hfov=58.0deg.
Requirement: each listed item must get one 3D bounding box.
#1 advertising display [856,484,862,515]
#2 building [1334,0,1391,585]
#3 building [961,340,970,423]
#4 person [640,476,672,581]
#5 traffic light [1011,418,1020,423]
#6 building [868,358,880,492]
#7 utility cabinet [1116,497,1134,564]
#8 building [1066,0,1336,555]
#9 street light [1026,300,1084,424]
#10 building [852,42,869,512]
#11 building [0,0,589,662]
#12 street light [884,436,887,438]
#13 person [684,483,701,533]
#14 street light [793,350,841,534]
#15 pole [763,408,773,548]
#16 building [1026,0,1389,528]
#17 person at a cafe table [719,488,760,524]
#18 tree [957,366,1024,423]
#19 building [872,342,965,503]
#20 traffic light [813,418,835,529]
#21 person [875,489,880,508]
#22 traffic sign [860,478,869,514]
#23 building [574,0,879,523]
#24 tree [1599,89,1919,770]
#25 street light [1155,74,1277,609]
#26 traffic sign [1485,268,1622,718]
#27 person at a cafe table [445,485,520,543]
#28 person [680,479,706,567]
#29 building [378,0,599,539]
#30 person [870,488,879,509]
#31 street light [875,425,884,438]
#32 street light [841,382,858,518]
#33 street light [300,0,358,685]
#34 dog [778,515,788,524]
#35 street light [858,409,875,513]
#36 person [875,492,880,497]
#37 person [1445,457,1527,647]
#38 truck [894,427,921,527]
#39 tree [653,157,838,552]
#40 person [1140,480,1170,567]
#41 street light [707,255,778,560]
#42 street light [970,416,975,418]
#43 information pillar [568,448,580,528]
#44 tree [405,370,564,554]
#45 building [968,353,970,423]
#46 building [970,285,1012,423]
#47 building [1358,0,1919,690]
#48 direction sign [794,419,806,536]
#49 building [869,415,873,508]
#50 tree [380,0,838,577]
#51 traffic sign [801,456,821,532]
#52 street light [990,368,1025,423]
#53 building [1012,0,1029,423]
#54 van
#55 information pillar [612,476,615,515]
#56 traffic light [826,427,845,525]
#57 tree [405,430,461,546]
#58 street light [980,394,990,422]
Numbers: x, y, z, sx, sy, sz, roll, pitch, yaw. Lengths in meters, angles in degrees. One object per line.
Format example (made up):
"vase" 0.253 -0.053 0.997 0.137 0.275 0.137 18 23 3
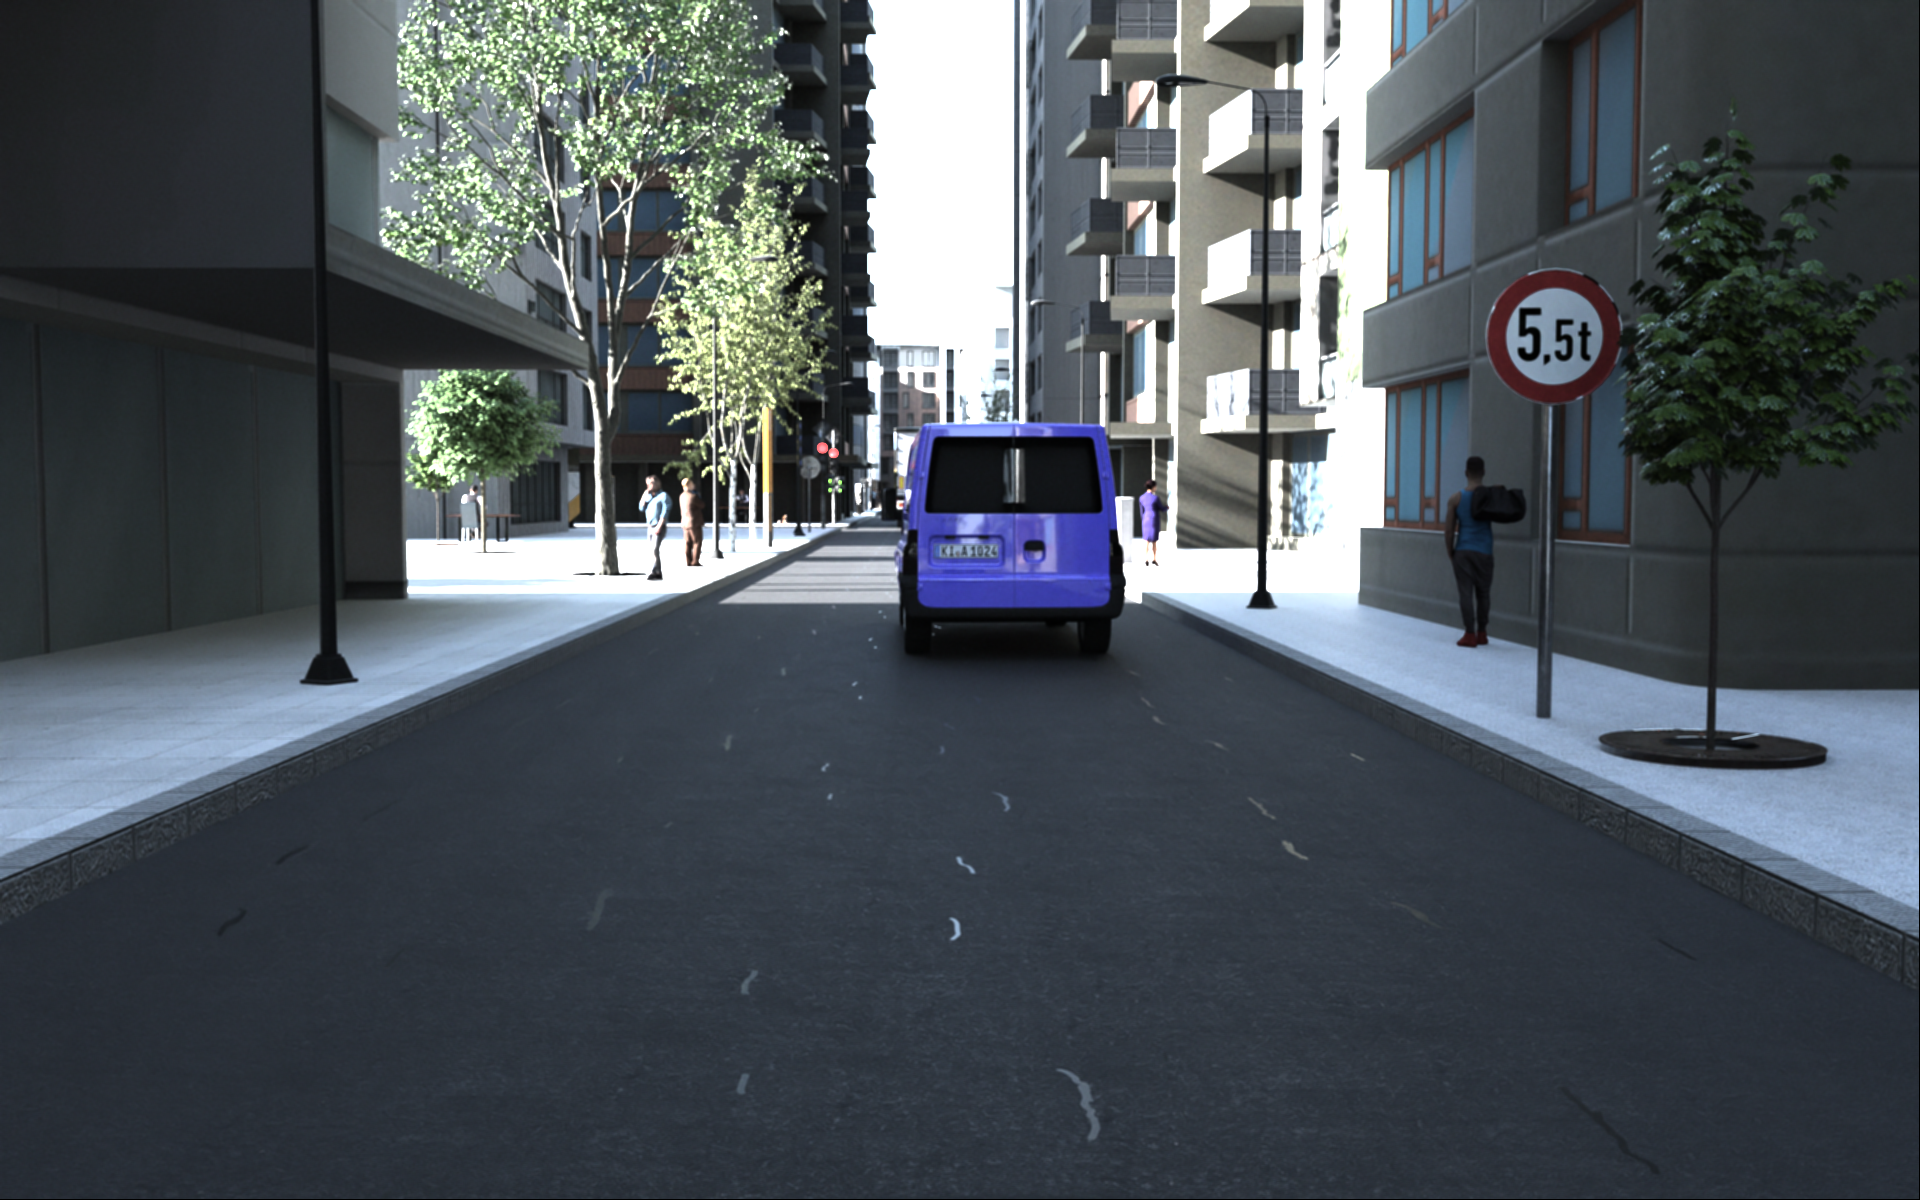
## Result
"advertising display" -6.205 -6.186 106.356 0.123 1.923 0.974 -1 4 -21
"building" 12.553 -20.967 26.397 14.154 41.232 14.086 0 4 -1
"building" 8.871 -20.818 206.823 16.747 18.905 31.486 0 4 -1
"person" -4.484 -1.058 25.554 0.429 1.552 0.499 -1 4 -21
"traffic light" 2.046 -4.614 64.355 0.839 4.253 0.868 0 4 -1
"building" -15.751 -21.958 215.428 11.380 20.091 16.016 0 4 -1
"utility cabinet" 2.910 -1.292 32.289 0.306 1.237 1.020 -1 4 -16
"building" 14.499 -24.046 47.773 22.147 44.769 28.867 0 4 -1
"street light" 2.403 -4.228 41.666 1.470 5.913 1.316 0 4 -1
"building" -17.604 -35.658 125.014 21.231 58.520 28.212 0 4 -1
"building" -17.558 -25.474 5.734 28.713 52.752 27.495 0 4 -1
"street light" -6.584 -10.196 139.248 1.470 5.913 1.316 0 4 -1
"person" -8.039 -2.705 51.978 0.593 1.614 0.444 -1 4 -21
"street light" -4.700 -5.106 56.023 1.470 5.913 1.316 0 4 -1
"pole" -4.576 -2.903 41.309 0.158 3.312 0.155 0 3 0
"building" 10.380 -24.143 78.335 14.086 41.232 14.154 0 4 -1
"person at a cafe table" -9.451 -4.021 74.257 1.698 1.524 1.622 0 4 6
"tree" 1.867 -9.083 98.864 4.360 8.622 3.978 0 3 0
"building" -5.042 -24.610 246.343 32.646 21.610 27.936 0 4 -1
"traffic light" -5.053 -4.603 64.184 0.839 4.253 0.868 0 4 -1
"person" -7.547 -9.219 157.576 0.445 1.727 0.742 1 4 21
"traffic sign" -6.237 -6.800 113.308 0.606 2.300 0.079 0 4 6
"building" -15.508 -26.567 88.999 22.147 44.769 28.867 0 4 -1
"tree" 3.627 -0.842 8.372 1.663 3.219 1.824 0 3 0
"street light" 2.863 -2.863 19.354 1.470 5.913 1.316 0 4 -1
"traffic sign" 3.353 -0.597 9.870 0.768 2.556 0.104 0 4 1
"person at a cafe table" -12.748 -2.288 45.921 1.698 1.524 1.622 0 4 4
"person" -4.709 -1.355 30.472 0.388 1.546 0.482 -3 5 -42
"building" -19.309 -17.338 55.182 14.107 30.474 14.160 0 4 -1
"person" -7.598 -8.969 152.669 0.705 1.826 1.348 2 4 32
"street light" -6.051 -8.802 116.456 1.470 5.913 1.316 0 4 -1
"street light" -5.129 -6.093 72.166 1.470 5.913 1.316 0 4 -1
"street light" -3.755 -2.390 11.622 1.470 5.913 1.316 0 4 -1
"dog" -7.422 -3.387 73.112 0.550 0.427 0.748 0 4 -4
"street light" -5.534 -7.448 94.312 1.470 5.913 1.316 0 4 -1
"person" -9.957 -12.235 206.880 0.721 1.735 1.217 2 4 34
"person" 4.397 -0.407 14.575 0.647 1.594 0.662 0 4 -2
"truck" -1.594 -5.457 78.141 2.839 4.237 11.283 0 4 -1
"tree" -5.053 -5.385 38.413 4.737 8.622 4.395 0 3 0
"person" 3.420 -1.352 30.511 0.453 1.535 0.546 1 4 22
"street light" -4.236 -3.750 33.853 1.470 5.913 1.316 0 4 -1
"street light" 1.111 -7.968 102.818 1.470 5.913 1.316 0 4 -1
"information pillar" -14.486 -4.491 64.785 0.504 3.616 0.183 -1 4 -19
"tree" -10.416 -3.289 37.485 4.285 4.588 4.351 0 3 0
"building" 8.870 -20.120 185.388 16.016 20.091 11.380 0 4 -1
"building" 9.307 -18.706 162.269 16.016 20.091 11.380 0 4 -1
"building" 18.796 -9.813 5.488 27.650 21.520 28.899 0 4 -1
"direction sign" -4.896 -3.722 52.854 0.379 3.537 0.876 -1 4 -15
"building" -13.194 -14.124 173.077 9.099 9.664 28.070 0 4 -1
"tree" -5.602 -6.197 27.073 9.928 11.665 9.643 0 3 0
"traffic sign" -5.040 -3.537 57.932 0.768 2.556 0.104 0 4 -1
"street light" 1.980 -5.582 63.812 1.470 5.913 1.316 0 4 -1
"building" 14.201 -35.462 121.806 21.231 58.520 28.212 0 4 -1
"van" 0.340 -0.787 17.256 2.240 2.365 5.245 0 4 -3
"information pillar" -14.387 -4.071 71.058 0.304 2.012 0.304 2 4 31
"traffic light" -5.228 -5.092 72.167 0.839 4.253 0.868 0 4 -1
"tree" -13.043 -2.965 43.082 1.663 3.219 1.824 0 3 0
"street light" 1.624 -6.614 80.674 1.470 5.913 1.316 0 4 -1
